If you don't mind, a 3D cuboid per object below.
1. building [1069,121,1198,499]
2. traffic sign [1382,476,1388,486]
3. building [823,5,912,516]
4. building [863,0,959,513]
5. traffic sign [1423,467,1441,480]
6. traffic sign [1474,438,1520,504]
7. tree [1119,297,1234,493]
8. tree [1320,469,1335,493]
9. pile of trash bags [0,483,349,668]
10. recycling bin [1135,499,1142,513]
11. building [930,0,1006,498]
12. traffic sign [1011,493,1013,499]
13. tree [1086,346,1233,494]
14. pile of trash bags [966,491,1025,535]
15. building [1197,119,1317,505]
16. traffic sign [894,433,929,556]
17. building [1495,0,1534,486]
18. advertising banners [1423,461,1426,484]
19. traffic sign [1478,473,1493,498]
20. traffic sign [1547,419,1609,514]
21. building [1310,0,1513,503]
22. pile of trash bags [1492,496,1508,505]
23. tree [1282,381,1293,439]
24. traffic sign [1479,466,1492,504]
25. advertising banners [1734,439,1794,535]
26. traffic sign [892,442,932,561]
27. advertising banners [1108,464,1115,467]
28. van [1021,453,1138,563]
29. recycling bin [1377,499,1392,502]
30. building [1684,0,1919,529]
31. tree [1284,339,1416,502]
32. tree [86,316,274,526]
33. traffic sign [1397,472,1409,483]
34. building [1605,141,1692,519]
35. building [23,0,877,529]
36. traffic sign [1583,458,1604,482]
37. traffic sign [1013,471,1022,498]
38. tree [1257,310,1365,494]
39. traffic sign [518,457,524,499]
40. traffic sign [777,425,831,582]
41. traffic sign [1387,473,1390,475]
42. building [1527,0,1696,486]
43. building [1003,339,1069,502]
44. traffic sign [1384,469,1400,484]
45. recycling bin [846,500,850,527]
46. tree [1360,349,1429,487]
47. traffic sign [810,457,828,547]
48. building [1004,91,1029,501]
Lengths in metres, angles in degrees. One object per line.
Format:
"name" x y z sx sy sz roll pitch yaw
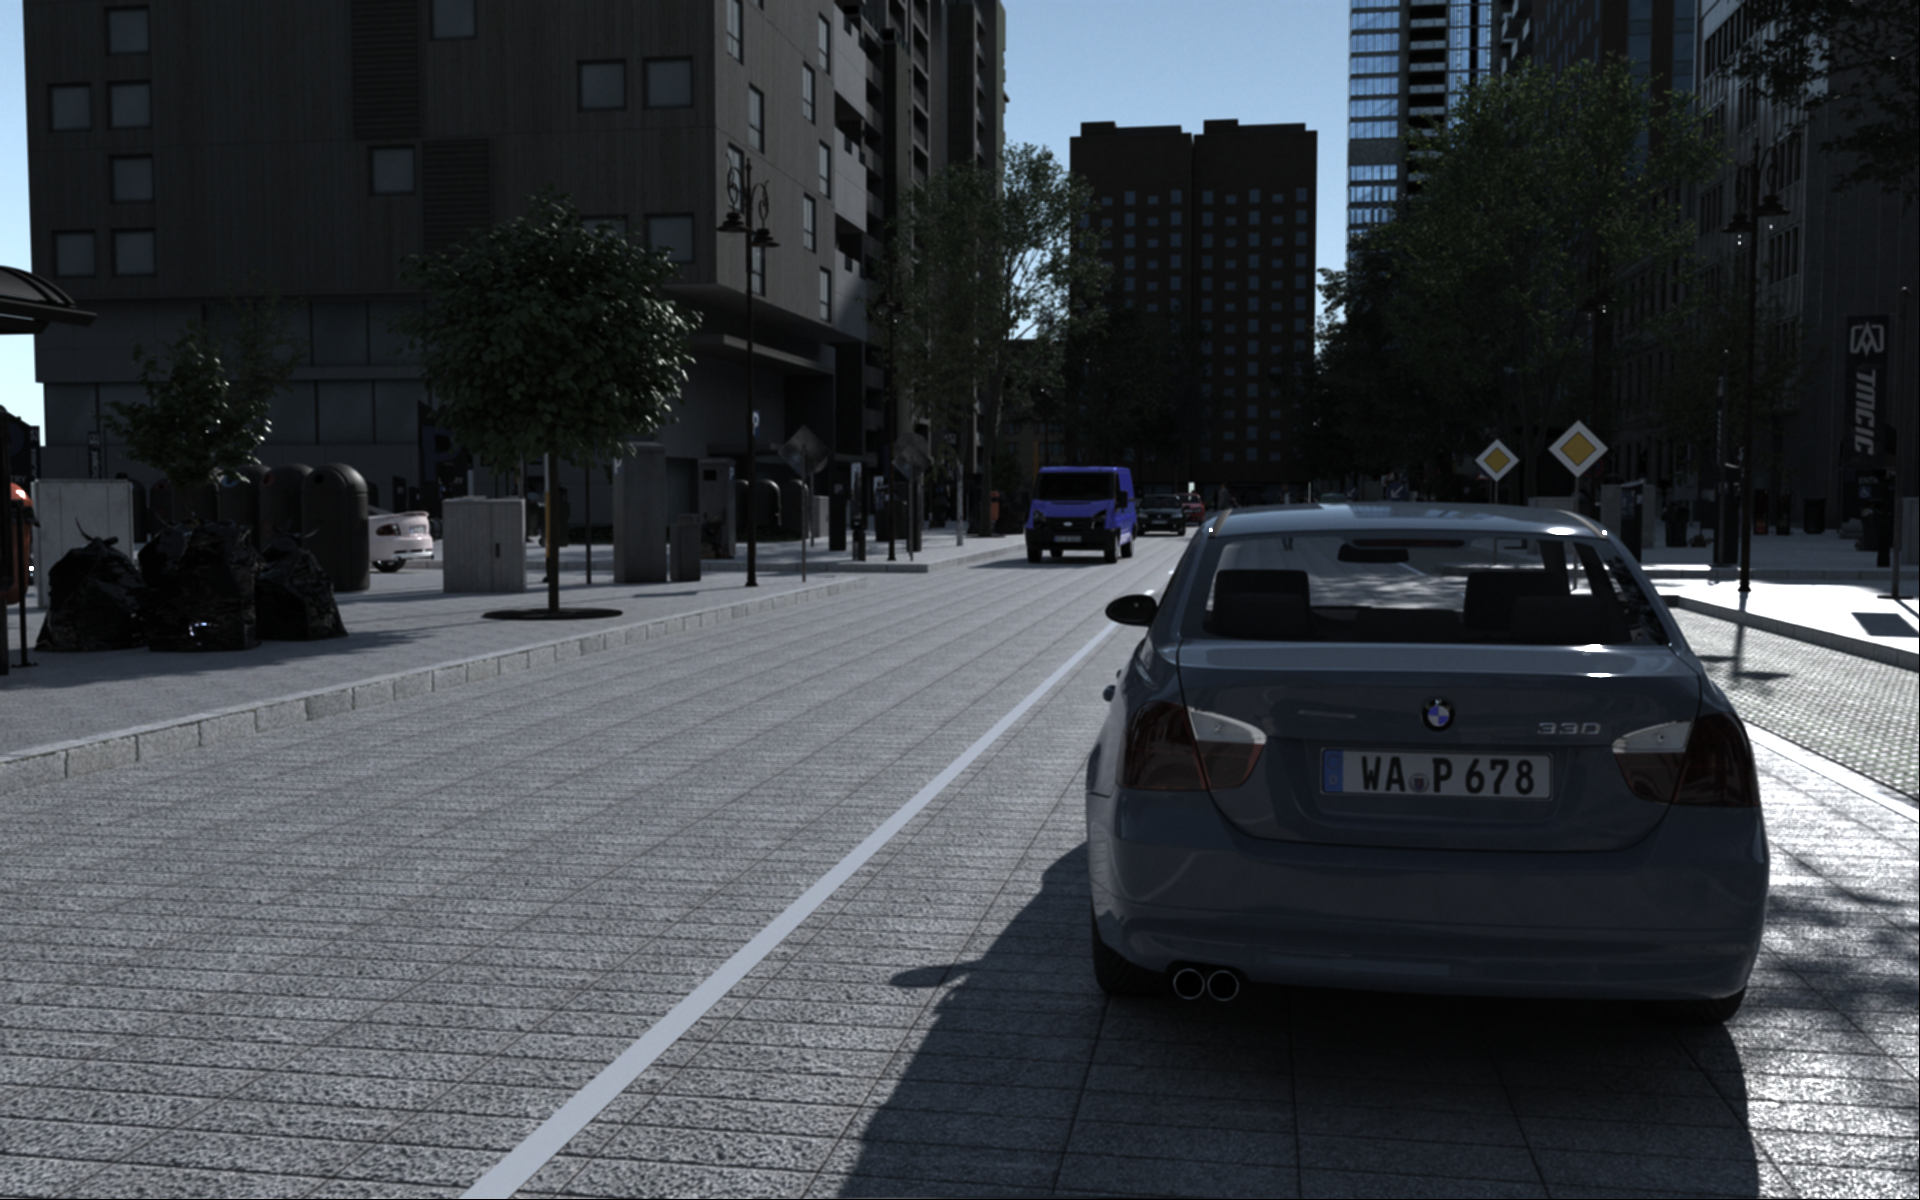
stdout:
"building" 21.122 -34.303 210.956 14.200 45.320 14.600 1 4 10
"traffic sign" 23.388 -5.675 94.923 0.606 2.300 0.079 1 4 14
"building" -11.098 -20.307 103.726 14.160 30.474 14.107 1 4 10
"building" -10.792 -41.716 120.307 20.563 71.187 20.611 1 4 10
"traffic sign" 21.155 -4.744 77.674 0.768 2.556 0.104 1 4 14
"traffic sign" 9.666 -1.688 31.235 0.795 2.450 0.064 1 4 10
"tree" 20.411 -19.187 169.593 12.611 20.169 13.585 0 3 0
"tree" 35.608 -13.229 166.659 4.360 8.622 3.978 0 3 0
"pile of trash bags" -6.778 -0.276 14.263 1.912 1.369 3.447 1 4 17
"recycling bin" 10.008 -5.197 97.525 0.722 1.027 0.722 0 4 8
"building" -4.315 -27.822 138.476 14.154 41.232 14.086 1 4 10
"traffic sign" 2.516 -5.117 83.767 0.768 2.556 0.104 1 4 10
"tree" 15.449 -13.912 137.823 12.009 13.543 11.850 0 3 0
"pile of trash bags" 1.112 -2.784 55.275 1.912 1.369 3.447 0 4 2
"building" 35.525 -34.226 209.699 14.200 45.320 14.600 1 4 10
"traffic sign" -1.020 -2.191 35.922 0.768 2.556 0.104 1 4 11
"building" 57.973 -32.192 145.953 23.786 49.044 30.456 1 4 10
"advertising banners" 23.080 -5.329 83.318 2.074 3.025 0.090 -1 4 -17
"traffic sign" 19.954 -4.010 65.567 0.884 2.594 0.081 1 4 13
"traffic sign" 8.316 -1.206 23.364 0.795 2.450 0.064 1 4 10
"building" 58.268 -54.721 207.362 31.000 86.520 22.319 1 4 10
"pile of trash bags" 21.762 -3.606 68.711 3.447 1.369 1.912 0 4 -6
"tree" 31.732 -14.505 143.818 9.857 13.997 8.962 0 3 0
"traffic sign" 16.949 -3.377 55.316 0.768 2.556 0.104 1 4 18
"advertising banners" 25.192 -3.557 54.344 0.090 3.025 2.074 -2 4 -31
"traffic sign" -0.921 -1.800 33.065 0.795 2.450 0.064 1 4 10
"advertising banners" 8.397 -6.519 102.773 0.090 3.025 2.074 -3 5 -42
"van" 2.684 -2.040 37.744 2.240 2.365 5.245 1 4 11
"recycling bin" 20.690 -4.370 84.000 0.722 1.027 0.722 2 4 33
"building" 38.640 -15.469 70.936 12.078 24.808 19.932 1 4 10
"tree" 28.576 -12.718 124.945 9.611 12.733 9.660 0 3 0
"tree" -8.306 -1.488 18.936 1.663 3.219 1.824 0 3 0
"traffic sign" 24.954 -5.980 97.877 0.768 2.556 0.104 1 4 17
"building" 41.737 -15.604 91.276 11.583 22.565 21.152 1 4 10
"building" -19.526 -29.682 74.537 28.713 52.752 27.495 1 4 10
"traffic sign" 19.868 -3.333 54.598 0.768 2.556 0.104 1 4 13
"traffic sign" 2.565 -5.035 82.430 0.768 2.556 0.104 1 4 19
"tree" 37.029 -19.725 178.386 12.611 20.169 13.585 0 3 0
"traffic sign" -6.487 -1.557 25.570 0.768 2.556 0.104 1 4 15
"traffic sign" -2.271 -1.318 25.194 0.795 2.450 0.064 1 4 10
"traffic sign" 26.136 -6.412 104.948 0.768 2.556 0.104 1 4 15
"building" 49.354 -29.037 124.870 14.600 45.320 14.200 1 4 10
"building" 0.865 -23.090 222.566 28.899 21.520 27.650 1 4 10
"traffic sign" 22.862 -5.604 91.623 0.884 2.594 0.081 1 4 13
"recycling bin" -4.419 -3.436 68.733 0.722 1.027 0.722 0 4 7
"tree" 21.996 -8.349 86.872 4.737 8.622 4.395 0 3 0
"traffic sign" -3.606 -2.576 42.217 0.768 2.556 0.104 1 4 14
"building" -9.099 -31.017 161.748 28.867 44.769 22.147 1 4 10
